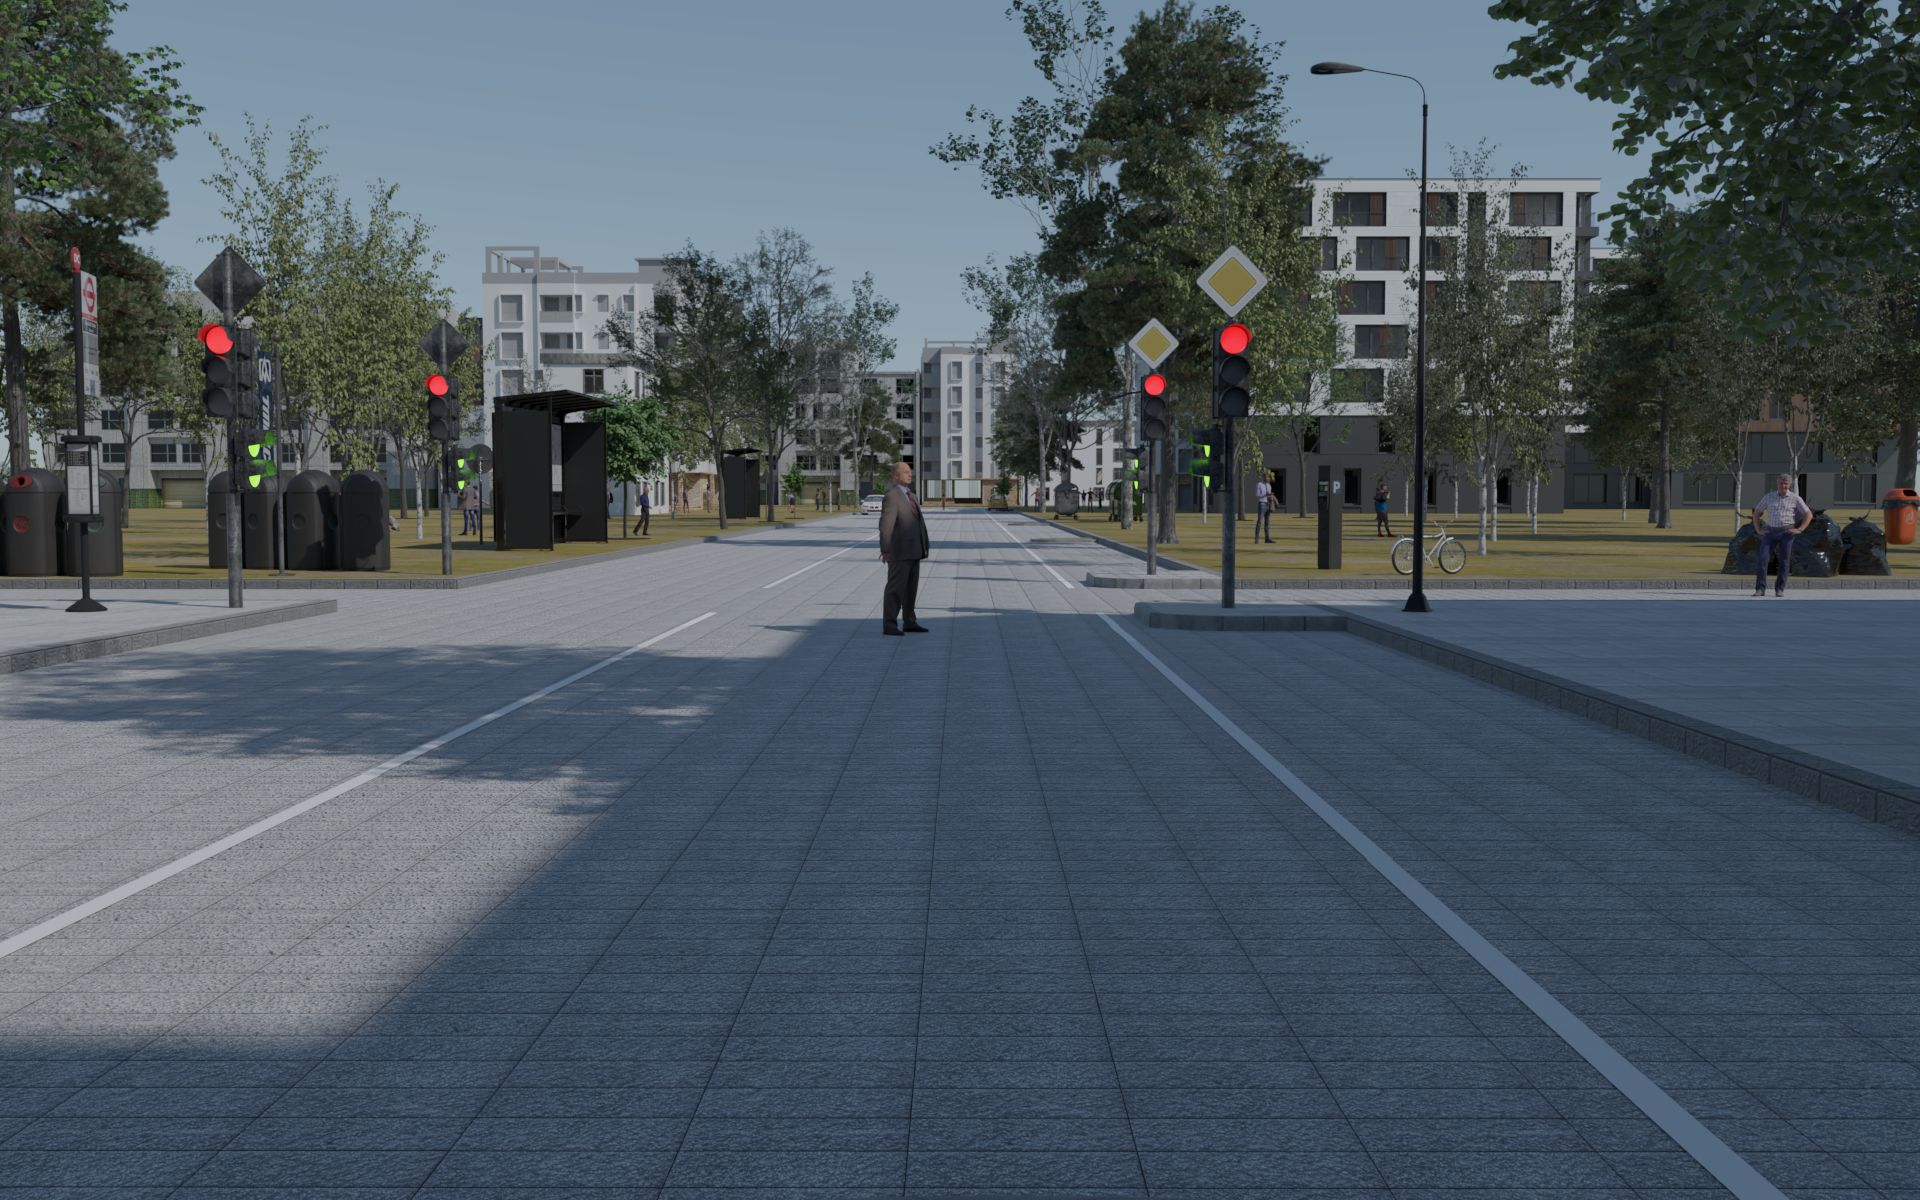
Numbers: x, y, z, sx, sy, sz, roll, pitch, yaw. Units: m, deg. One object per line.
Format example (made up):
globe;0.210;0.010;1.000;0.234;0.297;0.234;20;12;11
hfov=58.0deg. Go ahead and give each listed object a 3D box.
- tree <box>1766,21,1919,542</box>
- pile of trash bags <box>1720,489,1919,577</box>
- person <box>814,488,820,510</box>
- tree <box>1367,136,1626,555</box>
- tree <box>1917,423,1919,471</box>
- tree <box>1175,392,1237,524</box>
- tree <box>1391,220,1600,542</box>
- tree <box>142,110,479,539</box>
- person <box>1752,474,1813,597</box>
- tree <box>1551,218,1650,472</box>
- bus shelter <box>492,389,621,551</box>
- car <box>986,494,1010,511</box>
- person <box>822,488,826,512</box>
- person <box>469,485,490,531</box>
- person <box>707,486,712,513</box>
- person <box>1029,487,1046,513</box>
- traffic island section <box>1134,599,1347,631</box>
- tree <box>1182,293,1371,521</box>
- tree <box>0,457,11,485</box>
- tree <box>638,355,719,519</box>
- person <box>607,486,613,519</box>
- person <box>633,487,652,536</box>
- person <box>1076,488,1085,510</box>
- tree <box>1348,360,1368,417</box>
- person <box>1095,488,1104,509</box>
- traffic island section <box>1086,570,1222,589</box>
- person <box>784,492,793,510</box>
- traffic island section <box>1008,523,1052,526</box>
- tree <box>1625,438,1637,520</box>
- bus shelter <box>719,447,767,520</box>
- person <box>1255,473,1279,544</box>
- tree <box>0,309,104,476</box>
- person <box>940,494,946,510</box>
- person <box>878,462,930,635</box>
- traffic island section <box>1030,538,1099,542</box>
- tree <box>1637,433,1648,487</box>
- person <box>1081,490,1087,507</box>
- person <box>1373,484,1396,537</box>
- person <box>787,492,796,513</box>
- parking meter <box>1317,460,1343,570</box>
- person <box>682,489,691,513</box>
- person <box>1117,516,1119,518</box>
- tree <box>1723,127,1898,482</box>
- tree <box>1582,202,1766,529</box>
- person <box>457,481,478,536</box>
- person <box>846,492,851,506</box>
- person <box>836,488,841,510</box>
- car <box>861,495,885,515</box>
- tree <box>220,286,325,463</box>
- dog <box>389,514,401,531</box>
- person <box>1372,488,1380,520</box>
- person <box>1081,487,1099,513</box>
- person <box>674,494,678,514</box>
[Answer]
tree;25.291;-8.522;45.997;9.857;13.997;8.962;0;3;0
pile of trash bags;14.137;-1.110;27.903;3.447;1.369;1.912;-2;4;-23
person;-11.398;-8.013;137.783;0.721;1.735;1.217;-1;4;-21
tree;10.961;-5.227;35.829;4.360;8.622;3.978;0;3;0
tree;50.193;-6.495;69.096;20.602;7.101;11.467;0;4;-1
tree;10.447;-7.594;74.531;4.360;8.622;3.978;0;3;0
tree;14.528;-5.874;46.402;4.737;8.622;4.395;0;3;0
tree;-12.775;-5.102;33.787;4.737;8.622;4.395;0;3;0
person;11.426;-0.900;24.154;0.756;1.711;0.436;3;5;41
tree;30.430;-10.326;75.490;9.857;13.997;8.962;0;3;0
bus shelter;-9.662;-3.098;41.931;1.731;3.624;6.357;0;3;0
car;3.229;-8.353;146.796;2.015;1.641;3.980;0;4;2
person;-9.871;-7.369;127.053;0.721;1.766;1.217;0;4;-4
person;-16.911;-3.208;60.460;0.963;1.587;0.435;-1;4;-12
person;-17.139;-6.874;118.431;0.705;1.824;1.348;-1;4;-13
person;5.369;-6.934;120.129;1.217;1.743;0.721;1;4;11
traffic island section;3.046;0.168;19.532;2.009;0.180;2.903;0;4;0
tree;13.344;-9.599;82.700;9.928;11.665;9.643;0;3;0
tree;-58.801;-11.642;92.160;13.155;14.587;18.604;0;4;-7
tree;-14.588;-8.485;89.092;4.737;8.622;4.395;0;3;0
person;-18.143;-5.034;89.170;0.431;1.722;0.655;3;4;36
person;-9.719;-2.737;53.494;0.600;1.496;0.574;3;4;36
person;9.688;-8.375;143.051;1.350;1.814;0.705;1;4;17
tree;16.239;-6.824;61.928;4.360;8.622;3.978;0;3;0
person;12.162;-8.840;150.652;0.705;1.814;1.350;3;4;37
traffic island section;3.065;-0.320;27.517;2.009;0.180;2.903;0;4;0
person;-14.071;-8.131;142.166;0.799;1.438;0.628;0;4;-8
traffic island section;3.194;-3.464;79.506;1.991;0.108;1.994;0;4;0
tree;18.843;-6.474;56.209;4.360;8.622;3.978;0;3;0
bus shelter;-11.203;-6.013;89.593;1.731;3.624;6.357;0;4;0
person;7.950;-2.375;44.736;0.709;1.838;0.599;-3;4;-38
tree;-30.313;-6.554;57.518;4.360;8.622;3.978;0;3;0
person;-1.472;-8.633;152.916;0.557;1.426;1.065;2;4;31
person;-0.540;-0.532;17.748;0.434;1.755;0.990;2;4;31
traffic island section;3.127;-1.800;52.291;1.991;0.108;1.994;0;4;0
tree;25.034;-6.458;55.953;4.360;8.622;3.978;0;3;0
person;11.830;-9.691;165.406;0.541;1.710;0.530;-1;4;-12
person;12.621;-2.665;51.486;0.662;1.594;0.647;-2;4;-24
person;-11.304;-6.516;115.814;0.697;1.427;0.421;2;4;32
parking meter;6.299;-1.455;29.496;0.399;1.863;0.255;-3;4;-38
person;-18.445;-6.689;116.885;0.593;1.643;0.415;0;4;-4
person;7.584;-4.658;84.465;0.388;1.546;0.482;2;4;28
tree;16.646;-5.145;34.478;4.360;8.622;3.978;0;3;0
tree;26.243;-8.702;64.330;6.751;12.117;7.091;0;3;0
person;-15.270;-2.862;53.650;0.431;1.722;0.655;3;4;37
person;-11.784;-10.614;182.836;0.445;1.727;0.742;1;4;12
person;-9.628;-7.971;136.916;0.434;1.755;0.990;-1;4;-14
car;-5.740;-6.513;118.844;2.083;1.381;4.827;0;4;1
tree;-24.917;-6.824;61.937;4.360;8.622;3.978;0;3;0
dog;-19.437;-2.758;59.466;0.800;0.831;0.513;1;4;18
person;20.482;-4.716;85.109;0.435;1.587;0.963;1;4;16
person;8.873;-6.817;118.028;1.217;1.766;0.721;0;4;0
person;-18.729;-6.381;113.613;0.421;1.427;0.697;1;4;13
